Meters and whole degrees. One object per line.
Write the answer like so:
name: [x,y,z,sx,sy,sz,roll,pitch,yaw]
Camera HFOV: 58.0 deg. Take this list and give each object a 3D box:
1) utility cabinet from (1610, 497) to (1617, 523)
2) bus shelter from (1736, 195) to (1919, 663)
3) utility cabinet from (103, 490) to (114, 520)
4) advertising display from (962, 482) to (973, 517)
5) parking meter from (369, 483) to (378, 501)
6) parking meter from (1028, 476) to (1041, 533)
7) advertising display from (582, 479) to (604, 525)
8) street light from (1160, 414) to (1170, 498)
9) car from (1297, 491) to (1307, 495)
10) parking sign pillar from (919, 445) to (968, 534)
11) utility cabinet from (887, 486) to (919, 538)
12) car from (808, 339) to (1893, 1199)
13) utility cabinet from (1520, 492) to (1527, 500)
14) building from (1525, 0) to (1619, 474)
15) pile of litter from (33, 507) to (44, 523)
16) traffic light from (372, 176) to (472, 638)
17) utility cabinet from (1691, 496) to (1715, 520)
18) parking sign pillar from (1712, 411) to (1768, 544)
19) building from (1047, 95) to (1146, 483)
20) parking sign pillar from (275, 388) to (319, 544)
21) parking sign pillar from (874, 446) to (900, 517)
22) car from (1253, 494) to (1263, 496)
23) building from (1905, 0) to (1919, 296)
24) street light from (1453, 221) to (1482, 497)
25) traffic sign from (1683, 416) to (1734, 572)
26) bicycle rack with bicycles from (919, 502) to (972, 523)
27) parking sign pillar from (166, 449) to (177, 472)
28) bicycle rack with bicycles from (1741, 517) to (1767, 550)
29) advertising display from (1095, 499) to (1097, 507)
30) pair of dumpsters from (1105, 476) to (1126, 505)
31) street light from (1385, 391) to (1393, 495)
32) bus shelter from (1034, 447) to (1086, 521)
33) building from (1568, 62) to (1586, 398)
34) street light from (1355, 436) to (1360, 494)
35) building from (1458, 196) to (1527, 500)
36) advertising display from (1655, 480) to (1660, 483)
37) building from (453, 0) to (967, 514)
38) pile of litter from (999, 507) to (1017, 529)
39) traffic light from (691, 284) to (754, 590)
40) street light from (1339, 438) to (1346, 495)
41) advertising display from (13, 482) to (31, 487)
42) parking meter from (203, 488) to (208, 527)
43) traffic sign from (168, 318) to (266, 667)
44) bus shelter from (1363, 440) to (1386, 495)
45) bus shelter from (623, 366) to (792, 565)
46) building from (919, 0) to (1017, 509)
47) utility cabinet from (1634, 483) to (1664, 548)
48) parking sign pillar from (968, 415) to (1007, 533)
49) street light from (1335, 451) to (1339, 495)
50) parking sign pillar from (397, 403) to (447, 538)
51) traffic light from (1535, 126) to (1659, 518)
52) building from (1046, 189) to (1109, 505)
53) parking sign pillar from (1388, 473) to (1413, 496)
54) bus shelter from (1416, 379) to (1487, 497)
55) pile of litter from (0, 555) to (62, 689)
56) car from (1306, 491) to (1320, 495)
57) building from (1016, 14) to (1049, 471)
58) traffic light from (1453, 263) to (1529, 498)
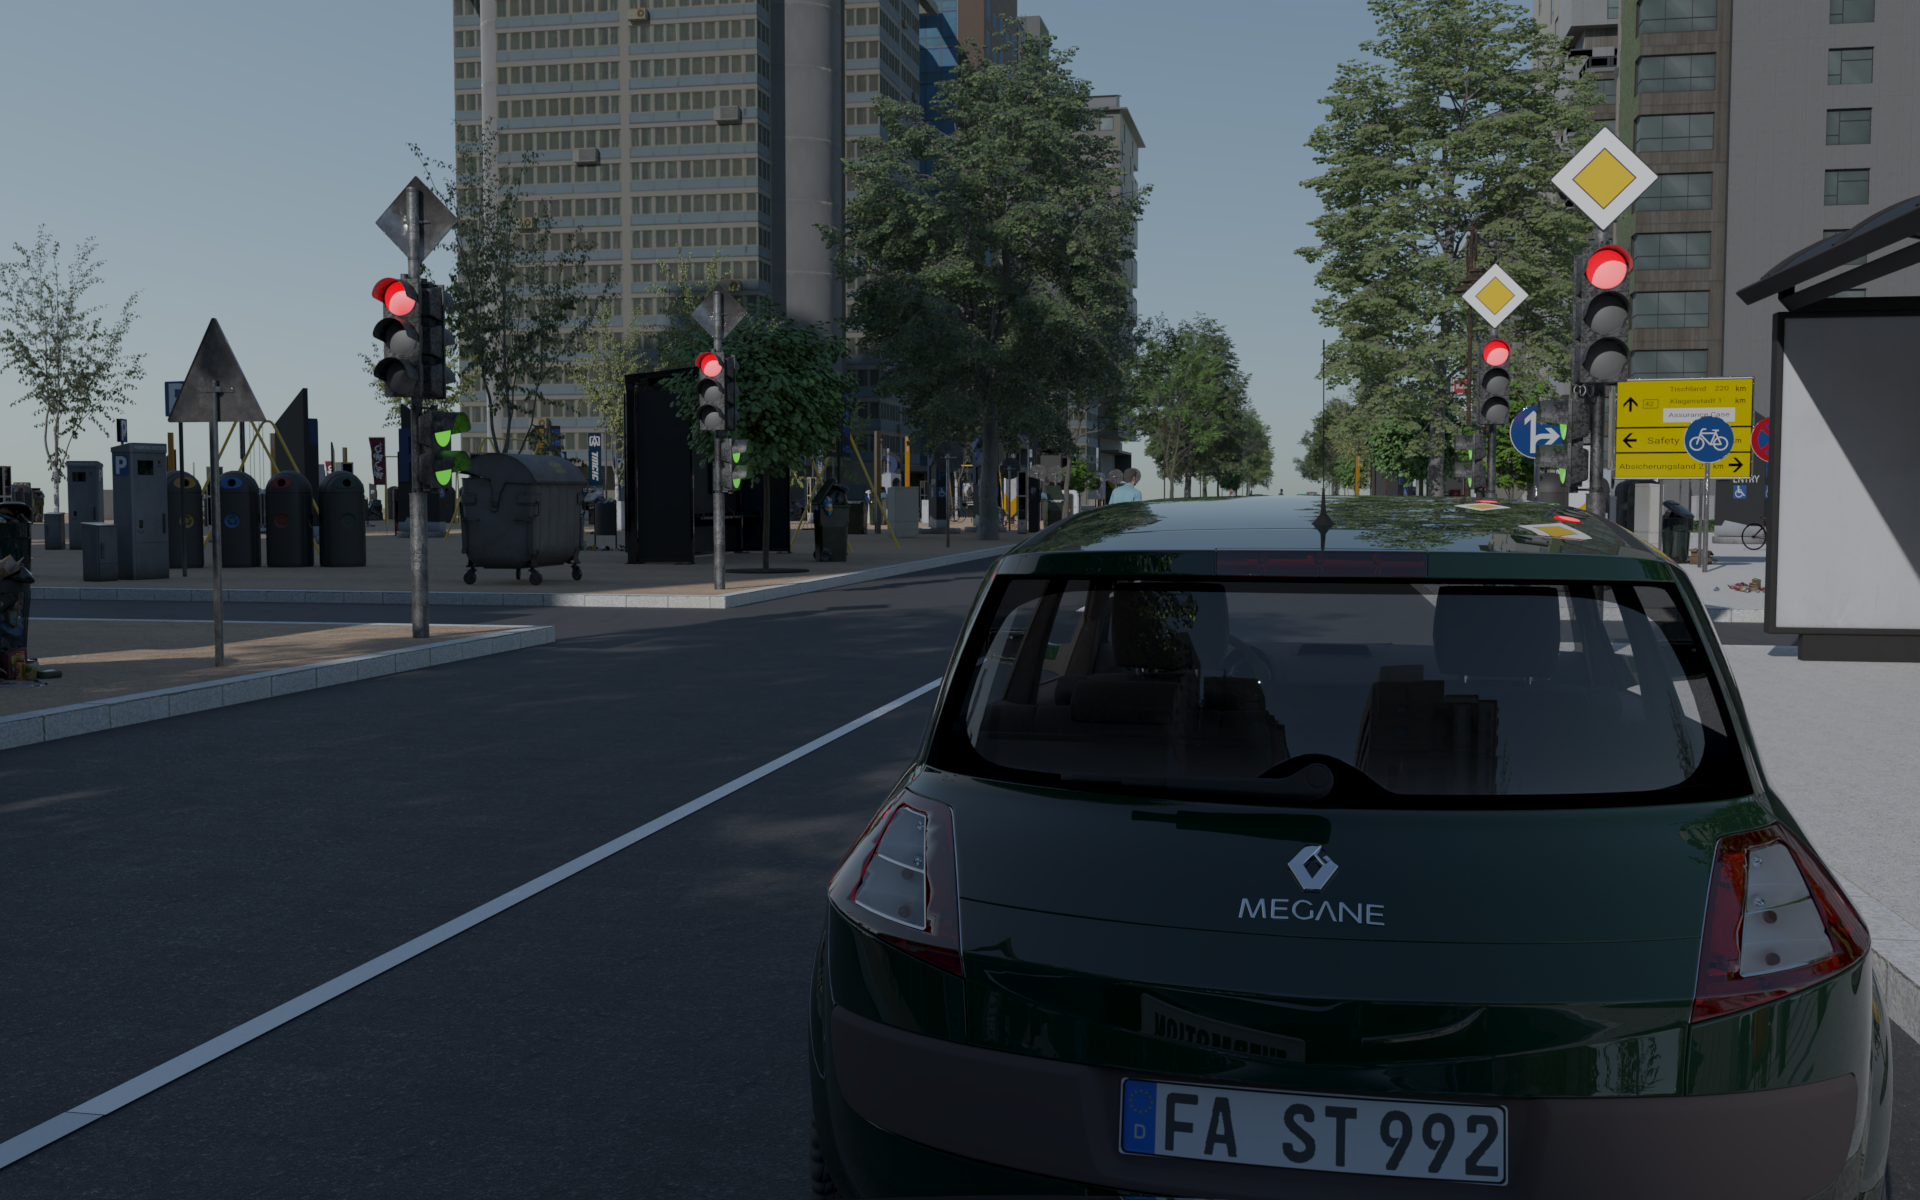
utility cabinet: [16.517,-2.053,44.732,1.020,1.237,0.306,-2,4,-35]
bus shelter: [6.517,-1.027,10.718,2.014,3.302,5.546,1,4,11]
utility cabinet: [-41.641,-4.636,84.473,0.318,1.500,1.173,0,4,-2]
advertising display: [0.596,-5.499,95.117,0.974,1.923,0.123,1,4,9]
parking meter: [-31.384,-5.318,92.658,0.399,1.863,0.255,-1,4,-9]
parking meter: [2.479,-3.169,57.519,0.399,1.863,0.255,1,4,17]
advertising display: [-15.476,-4.145,72.981,0.974,1.923,0.123,-3,4,-38]
street light: [11.664,-7.702,98.707,0.468,5.910,1.993,1,4,11]
car: [43.676,-12.996,221.285,1.959,1.807,4.718,1,4,13]
parking sign pillar: [-0.701,-4.138,56.128,1.447,3.967,1.447,-1,4,-12]
utility cabinet: [-1.677,-2.574,50.770,0.318,1.500,1.173,2,4,34]
car: [0.929,0.333,4.345,2.009,1.686,4.222,1,4,13]
utility cabinet: [18.555,-2.863,55.484,1.173,1.500,0.318,0,4,2]
building: [59.971,-33.386,135.107,28.713,52.752,27.495,1,4,11]
pile of litter: [-41.759,-3.876,77.340,1.719,0.858,1.176,-3,4,-38]
traffic light: [-4.800,-1.616,15.350,0.839,4.253,0.868,1,4,11]
utility cabinet: [29.559,-3.534,68.945,1.020,1.237,0.306,-2,4,-28]
parking sign pillar: [20.287,-3.446,44.808,1.447,3.967,1.447,-3,4,-39]
building: [9.644,-39.517,235.341,28.713,52.752,27.495,1,4,11]
parking sign pillar: [-17.046,-3.429,44.533,1.447,3.967,1.447,3,4,36]
parking sign pillar: [-3.615,-5.965,86.003,1.447,3.967,1.447,0,4,-5]
car: [34.185,-11.556,198.728,2.009,1.686,4.222,1,4,12]
building: [37.513,-18.871,80.239,14.160,30.474,14.107,1,4,11]
street light: [8.711,-3.477,29.634,0.468,5.910,1.993,1,4,11]
traffic sign: [12.197,-1.724,28.286,0.768,2.556,0.104,1,4,13]
bicycle rack with bicycles: [-0.850,-3.978,78.428,2.925,0.926,2.852,-2,4,-25]
parking sign pillar: [-47.418,-7.031,103.423,1.447,3.967,1.447,1,4,22]
bicycle rack with bicycles: [19.562,-1.562,38.921,2.852,0.926,2.925,-2,4,-27]
advertising display: [6.893,-4.919,85.637,0.123,1.923,0.974,-1,4,-15]
pair of dumpsters: [8.297,-5.515,92.666,1.574,2.255,4.437,1,4,12]
street light: [15.260,-5.449,61.883,0.468,5.910,1.993,1,4,11]
bus shelter: [5.011,-5.815,86.356,1.731,3.624,6.357,1,4,11]
building: [48.329,-21.105,116.769,14.160,30.474,14.107,1,4,11]
street light: [23.723,-8.015,103.826,0.468,5.910,1.993,1,4,11]
building: [80.291,-33.063,232.463,32.217,40.220,23.993,1,4,11]
advertising display: [25.390,-3.606,64.164,0.974,1.923,0.123,3,5,40]
building: [-15.913,-25.835,114.279,32.217,40.220,23.993,1,4,11]
pile of litter: [1.708,-3.092,64.525,1.176,0.858,1.719,2,4,25]
traffic light: [-3.215,-2.095,23.177,0.839,4.253,0.868,1,4,11]
street light: [30.314,-10.003,136.339,0.468,5.910,1.993,1,4,11]
advertising display: [-50.707,-5.411,93.676,0.974,1.923,0.123,0,4,7]
parking meter: [-29.733,-3.679,68.559,0.372,1.533,0.369,0,3,0]
traffic sign: [-5.510,-0.784,12.816,0.884,2.594,0.081,1,4,19]
bus shelter: [18.862,-5.247,77.074,1.731,3.624,6.357,1,4,12]
bus shelter: [-4.750,-2.644,34.513,1.731,3.624,6.357,1,4,11]
building: [-3.677,-29.425,131.213,14.600,45.320,14.200,1,4,11]
utility cabinet: [14.607,-1.714,36.701,0.318,1.500,1.173,0,4,8]
parking sign pillar: [0.867,-4.270,58.293,1.447,3.967,1.447,-1,4,-21]
street light: [37.018,-12.008,169.117,0.468,5.910,1.993,1,4,11]
parking sign pillar: [-15.939,-3.839,51.234,1.447,3.967,1.447,1,4,9]
traffic light: [4.918,-1.498,13.406,0.839,4.253,0.868,1,4,11]
building: [3.804,-31.675,209.759,32.217,40.220,23.993,1,4,11]
parking sign pillar: [17.531,-4.917,68.867,1.447,3.967,1.447,3,5,41]
bus shelter: [16.229,-4.908,57.878,2.179,5.291,8.768,1,4,11]
pile of litter: [-6.886,0.123,11.948,1.176,0.858,1.719,-2,4,-32]
car: [49.388,-14.350,243.300,2.281,1.827,5.304,1,4,10]
building: [-0.559,-28.227,145.111,14.154,41.232,14.086,1,4,11]
traffic light: [6.503,-1.976,21.233,0.839,4.253,0.868,1,4,11]
